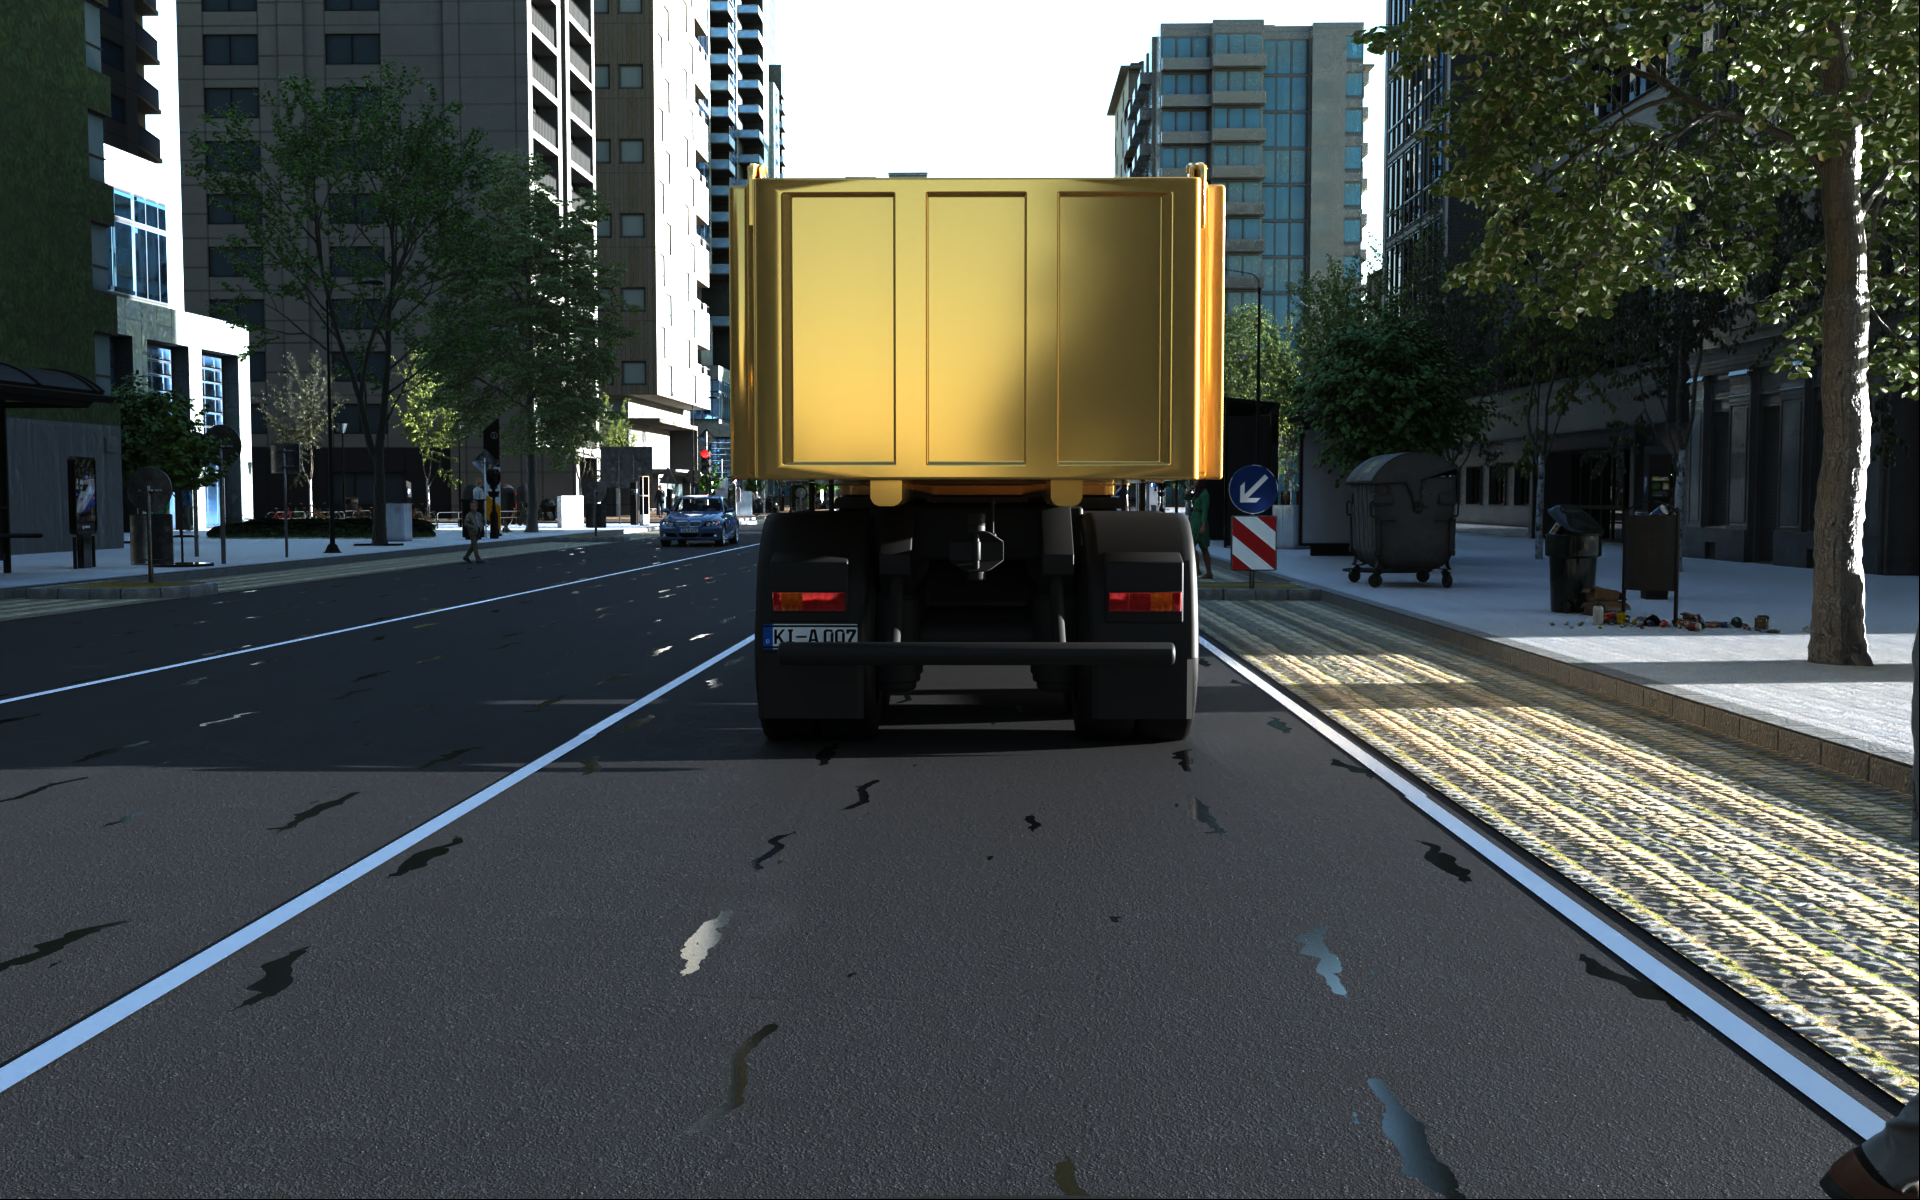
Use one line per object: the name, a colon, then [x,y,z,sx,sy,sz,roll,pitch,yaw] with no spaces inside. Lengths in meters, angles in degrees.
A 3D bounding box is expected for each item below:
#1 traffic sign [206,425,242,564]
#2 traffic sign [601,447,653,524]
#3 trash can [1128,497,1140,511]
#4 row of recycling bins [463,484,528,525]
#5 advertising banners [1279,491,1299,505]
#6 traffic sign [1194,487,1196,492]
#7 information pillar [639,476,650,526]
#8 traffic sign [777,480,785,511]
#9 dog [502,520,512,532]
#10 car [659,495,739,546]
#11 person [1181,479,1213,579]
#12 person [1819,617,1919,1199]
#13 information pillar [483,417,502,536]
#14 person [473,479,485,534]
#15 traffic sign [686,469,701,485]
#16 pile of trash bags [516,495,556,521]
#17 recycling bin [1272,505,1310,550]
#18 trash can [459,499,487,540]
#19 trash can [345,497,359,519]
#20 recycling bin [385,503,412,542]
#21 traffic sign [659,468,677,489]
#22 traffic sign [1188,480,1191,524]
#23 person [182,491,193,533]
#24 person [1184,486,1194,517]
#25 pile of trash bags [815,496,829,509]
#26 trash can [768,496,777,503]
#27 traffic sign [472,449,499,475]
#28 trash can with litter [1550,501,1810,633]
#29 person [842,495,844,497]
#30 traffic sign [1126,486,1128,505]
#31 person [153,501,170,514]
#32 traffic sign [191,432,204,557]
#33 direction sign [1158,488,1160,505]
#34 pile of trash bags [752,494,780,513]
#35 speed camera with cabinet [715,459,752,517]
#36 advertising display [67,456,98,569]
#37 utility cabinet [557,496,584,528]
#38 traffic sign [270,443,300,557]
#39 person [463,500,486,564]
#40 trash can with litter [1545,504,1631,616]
traffic sign: [-13.539,-1.937,31.770,0.768,2.556,0.104,0,4,8]
traffic sign: [-14.296,-4.918,74.276,2.265,3.308,0.079,0,4,6]
trash can: [9.321,-4.945,92.507,0.748,1.137,0.748,0,3,0]
row of recycling bins: [-19.571,-4.057,73.450,3.534,1.692,1.069,1,4,21]
advertising banners: [16.077,-5.235,81.784,2.074,3.025,0.090,0,4,-7]
traffic sign: [8.290,-3.725,61.017,0.768,2.556,0.104,0,4,2]
information pillar: [-12.830,-4.030,70.377,0.304,2.012,0.304,-3,4,-39]
traffic sign: [-13.263,-7.728,128.476,0.606,2.300,0.079,0,4,6]
dog: [-15.178,-2.474,58.189,0.550,0.427,0.748,2,4,25]
car: [-7.318,-2.259,48.943,2.014,1.417,4.499,0,4,0]
person: [4.032,-1.239,28.998,0.529,1.795,0.600,-1,4,-21]
person: [1.884,0.348,2.927,0.709,1.813,0.853,-3,5,-44]
information pillar: [-14.279,-3.764,52.904,0.504,3.616,0.183,0,4,-6]
person: [-15.459,-3.003,55.500,0.624,1.780,0.694,-3,5,-41]
traffic sign: [-13.452,-5.346,87.515,0.768,2.556,0.104,0,4,2]
pile of trash bags: [-20.090,-4.510,83.484,3.447,1.369,1.912,0,4,-6]
recycling bin: [7.790,-1.710,40.506,0.722,1.027,0.722,-3,4,-39]
trash can: [-13.762,-2.282,48.963,0.748,1.137,0.748,0,3,0]
trash can: [-29.622,-4.445,84.335,0.748,1.137,0.748,0,3,0]
recycling bin: [-15.364,-2.114,47.116,0.722,1.027,0.722,0,3,0]
traffic sign: [-14.160,-5.137,83.993,0.884,2.594,0.081,0,4,5]
traffic sign: [6.837,-3.146,51.541,0.768,2.556,0.104,1,4,9]
person: [-25.730,-3.133,57.612,0.444,1.785,0.601,-3,4,-37]
person: [10.273,-4.209,77.523,0.606,1.804,0.583,-2,4,-29]
pile of trash bags: [-12.674,-8.333,146.002,3.447,1.369,1.912,-3,4,-38]
trash can: [-13.295,-6.801,122.852,0.748,1.137,0.748,0,3,0]
traffic sign: [-13.802,-3.095,50.336,0.795,2.593,0.064,0,4,5]
trash can with litter: [6.978,-0.338,16.587,2.233,1.210,1.678,3,5,40]
person: [-4.005,-3.279,62.286,0.721,1.800,0.419,-2,4,-26]
traffic sign: [6.901,-4.372,71.590,0.768,2.556,0.104,0,4,7]
person: [-16.835,-1.852,36.565,0.600,1.795,0.529,2,4,25]
traffic sign: [-15.653,-2.161,35.441,0.768,2.556,0.104,0,4,6]
direction sign: [7.977,-4.732,69.365,0.379,3.537,0.876,3,5,41]
pile of trash bags: [-13.480,-6.496,115.969,1.912,1.369,3.447,1,4,19]
speed camera with cabinet: [-12.777,-6.321,97.690,2.038,3.252,0.660,-1,4,-16]
advertising display: [-15.193,-1.516,30.007,0.123,1.923,0.974,0,4,-7]
utility cabinet: [-14.773,-3.333,65.662,0.306,1.237,1.020,3,5,42]
traffic sign: [-13.620,-2.009,34.976,0.606,2.300,0.079,0,4,5]
person: [-10.021,-1.406,35.767,0.640,1.303,0.475,2,4,23]
trash can with litter: [6.778,-0.440,18.584,0.624,1.170,1.055,-1,4,-20]
